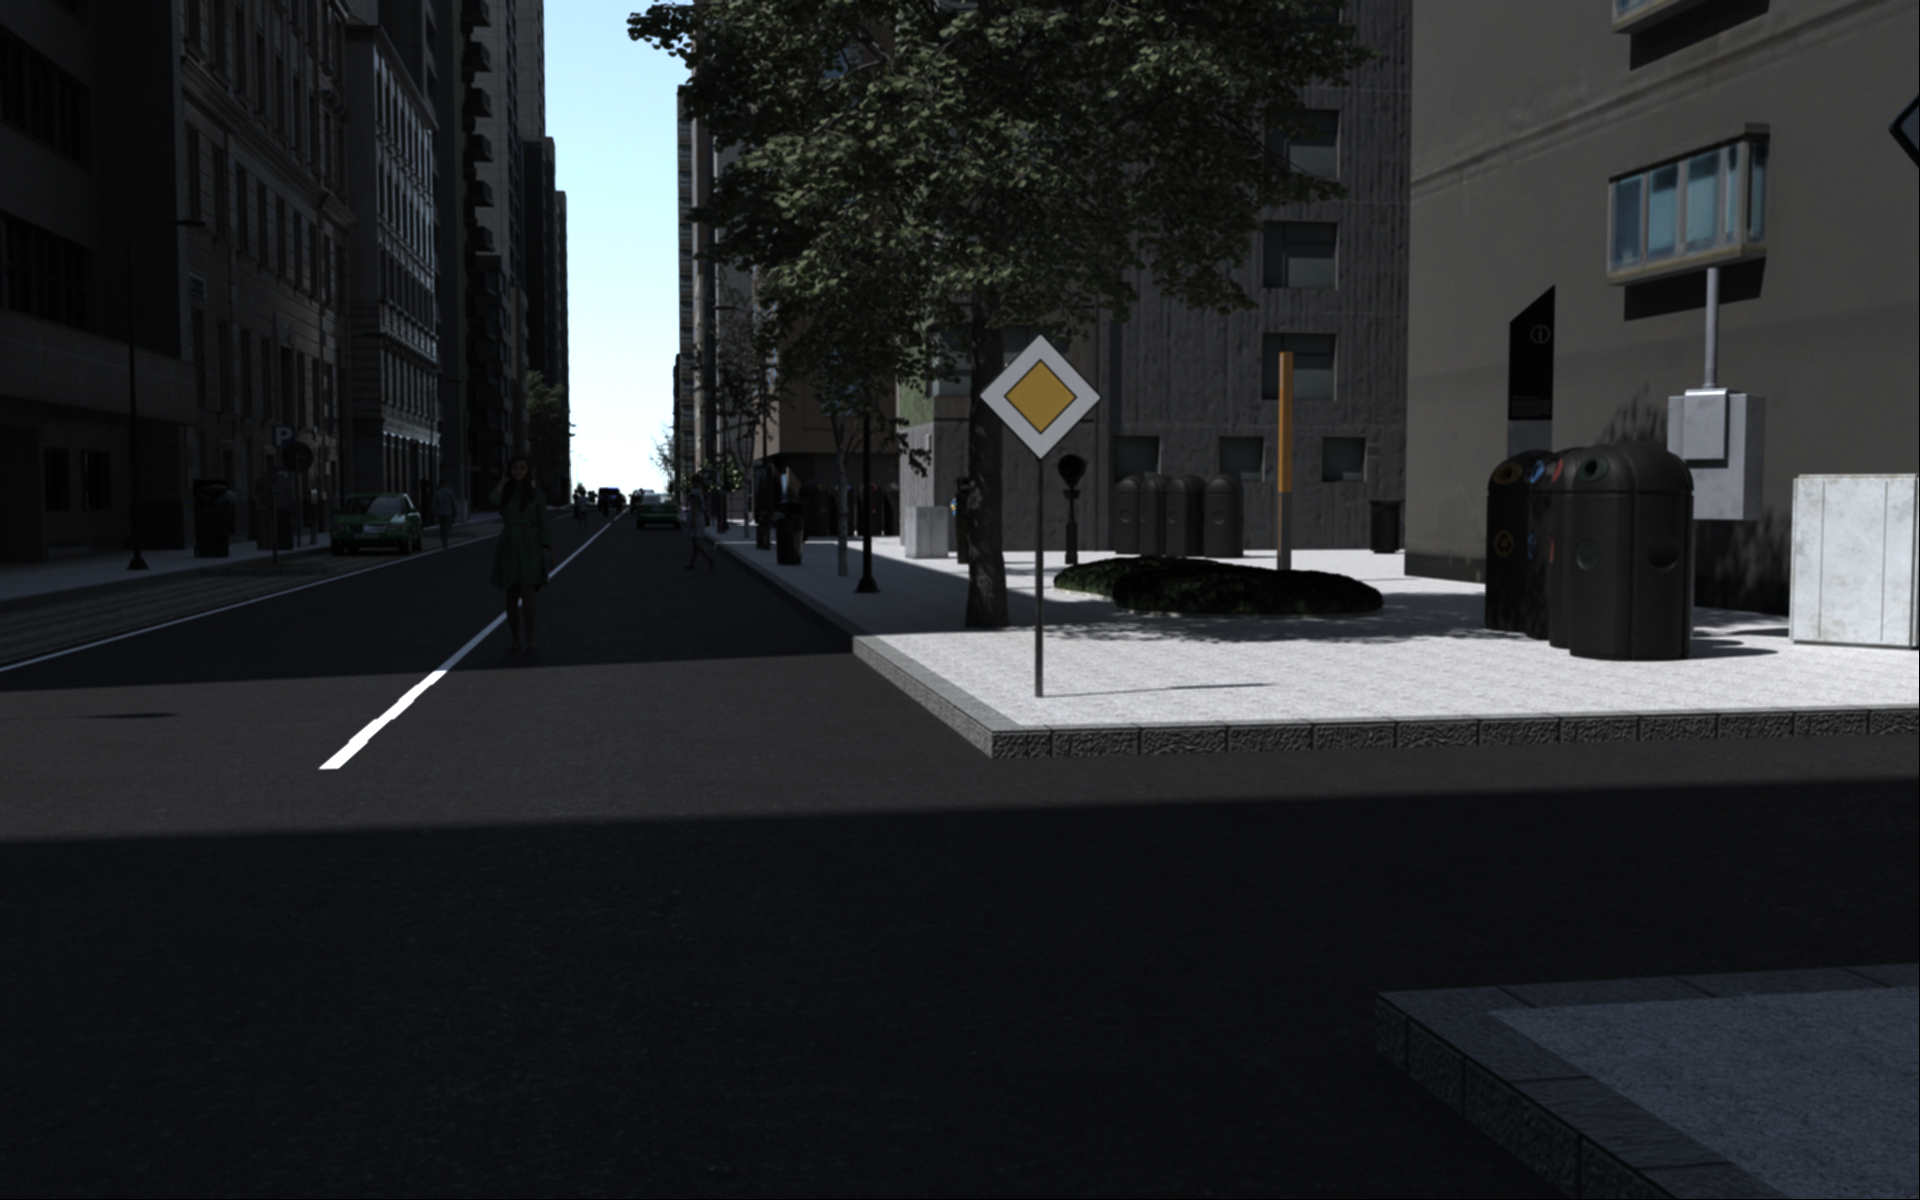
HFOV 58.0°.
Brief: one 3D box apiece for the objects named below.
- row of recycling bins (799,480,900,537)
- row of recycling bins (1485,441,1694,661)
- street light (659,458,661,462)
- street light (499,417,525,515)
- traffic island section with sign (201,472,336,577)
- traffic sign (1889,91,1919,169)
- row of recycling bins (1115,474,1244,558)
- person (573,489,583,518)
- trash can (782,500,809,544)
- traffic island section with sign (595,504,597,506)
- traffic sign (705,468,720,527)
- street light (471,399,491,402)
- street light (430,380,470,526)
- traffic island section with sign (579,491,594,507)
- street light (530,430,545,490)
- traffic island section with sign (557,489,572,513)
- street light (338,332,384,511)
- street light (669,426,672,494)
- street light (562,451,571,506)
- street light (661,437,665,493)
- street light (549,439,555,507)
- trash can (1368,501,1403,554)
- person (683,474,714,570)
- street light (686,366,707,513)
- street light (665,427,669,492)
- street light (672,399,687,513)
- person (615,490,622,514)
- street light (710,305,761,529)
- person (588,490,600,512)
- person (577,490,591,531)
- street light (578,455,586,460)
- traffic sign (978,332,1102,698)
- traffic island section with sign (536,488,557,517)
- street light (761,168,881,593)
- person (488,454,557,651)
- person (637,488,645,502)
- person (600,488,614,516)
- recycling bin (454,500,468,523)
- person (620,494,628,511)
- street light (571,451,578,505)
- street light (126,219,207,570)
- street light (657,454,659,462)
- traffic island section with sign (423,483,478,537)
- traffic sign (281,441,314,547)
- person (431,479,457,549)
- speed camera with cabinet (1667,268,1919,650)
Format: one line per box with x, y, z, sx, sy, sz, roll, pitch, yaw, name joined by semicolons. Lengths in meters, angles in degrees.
-3.219;-2.811;53.074;3.534;1.692;1.069;-1;4;-22;row of recycling bins
5.386;-0.480;14.959;1.069;1.692;3.534;0;4;3;row of recycling bins
-26.765;-11.458;159.883;1.470;5.913;1.316;-1;4;-10;street light
-27.302;-8.104;105.040;1.470;5.913;1.316;-1;4;-10;street light
-12.284;-1.364;30.924;1.989;1.847;2.006;-1;4;-10;traffic island section with sign
1.929;0.038;3.016;0.795;2.450;0.064;-1;4;-10;traffic sign
4.497;-1.761;35.904;1.069;1.692;3.534;-2;4;-35;row of recycling bins
-22.544;-5.694;102.405;0.742;1.727;0.445;0;4;3;person
-4.258;-2.036;44.943;0.748;1.137;0.748;0;3;0;trash can
-45.823;-12.617;214.908;1.989;1.847;2.006;-1;4;-10;traffic island section with sign
-9.607;-3.993;67.412;0.606;2.300;0.079;0;4;-2;traffic sign
-23.610;-6.857;84.646;1.470;5.913;1.316;-1;4;-10;street light
-20.873;-5.978;70.277;1.470;5.913;1.316;-1;4;-10;street light
-40.946;-10.978;188.116;1.989;1.847;2.006;-1;4;-10;traffic island section with sign
-30.975;-9.351;125.437;1.470;5.913;1.316;-1;4;-10;street light
-31.128;-7.687;134.312;1.989;1.847;2.006;-1;4;-10;traffic island section with sign
-17.215;-4.722;49.742;1.470;5.913;1.316;-1;4;-10;street light
-15.685;-7.716;98.703;1.470;5.913;1.316;-1;4;-10;street light
-38.356;-11.831;165.976;1.470;5.913;1.316;-1;4;-10;street light
-23.108;-10.211;139.483;1.470;5.913;1.316;-1;4;-10;street light
-34.757;-10.598;145.814;1.470;5.913;1.316;-1;4;-10;street light
9.186;-1.576;37.426;0.748;1.137;0.748;0;3;0;trash can
-4.918;-1.478;32.762;0.778;1.811;0.616;2;4;31;person
-9.125;-5.541;63.131;1.470;5.913;1.316;-1;4;-10;street light
-19.328;-8.964;119.105;1.470;5.913;1.316;-1;4;-10;street light
-13.164;-6.862;84.736;1.470;5.913;1.316;-1;4;-10;street light
-25.024;-7.198;126.736;0.434;1.755;0.990;-3;4;-39;person
-5.365;-4.294;42.750;1.470;5.913;1.316;-1;4;-10;street light
-29.170;-7.863;137.768;1.217;1.736;0.721;-1;4;-17;person
-14.677;-3.504;67.593;0.589;1.601;0.330;1;4;8;person
-45.854;-14.337;206.952;1.470;5.913;1.316;-1;4;-10;street light
0.496;-0.442;10.872;0.795;2.450;0.064;-1;4;-10;traffic sign
-26.297;-6.065;107.792;1.989;1.847;2.006;-1;4;-10;traffic island section with sign
-1.742;-3.046;22.344;1.470;5.913;1.316;-1;4;-10;street light
-3.995;-0.430;15.780;0.600;1.795;0.529;-1;4;-18;person
-21.647;-6.660;117.261;0.599;1.838;0.709;1;4;12;person
-22.771;-6.298;111.476;1.348;1.823;0.705;3;5;41;person
-22.437;-3.968;77.437;0.722;1.027;0.722;-1;4;-9;recycling bin
-28.142;-8.088;143.996;1.065;1.426;0.557;0;4;-3;person
-42.165;-13.084;186.457;1.470;5.913;1.316;-1;4;-10;street light
-13.423;-3.472;29.312;1.470;5.913;1.316;-1;4;-10;street light
-30.586;-12.713;180.397;1.470;5.913;1.316;-1;4;-10;street light
-17.170;-3.008;57.803;1.989;1.847;2.006;-1;4;-10;traffic island section with sign
-15.951;-2.545;41.717;0.768;2.556;0.104;0;4;-2;traffic sign
-13.658;-2.286;45.732;0.638;1.841;0.748;0;4;4;person
7.241;-1.261;14.958;2.038;3.252;0.660;3;5;41;speed camera with cabinet
